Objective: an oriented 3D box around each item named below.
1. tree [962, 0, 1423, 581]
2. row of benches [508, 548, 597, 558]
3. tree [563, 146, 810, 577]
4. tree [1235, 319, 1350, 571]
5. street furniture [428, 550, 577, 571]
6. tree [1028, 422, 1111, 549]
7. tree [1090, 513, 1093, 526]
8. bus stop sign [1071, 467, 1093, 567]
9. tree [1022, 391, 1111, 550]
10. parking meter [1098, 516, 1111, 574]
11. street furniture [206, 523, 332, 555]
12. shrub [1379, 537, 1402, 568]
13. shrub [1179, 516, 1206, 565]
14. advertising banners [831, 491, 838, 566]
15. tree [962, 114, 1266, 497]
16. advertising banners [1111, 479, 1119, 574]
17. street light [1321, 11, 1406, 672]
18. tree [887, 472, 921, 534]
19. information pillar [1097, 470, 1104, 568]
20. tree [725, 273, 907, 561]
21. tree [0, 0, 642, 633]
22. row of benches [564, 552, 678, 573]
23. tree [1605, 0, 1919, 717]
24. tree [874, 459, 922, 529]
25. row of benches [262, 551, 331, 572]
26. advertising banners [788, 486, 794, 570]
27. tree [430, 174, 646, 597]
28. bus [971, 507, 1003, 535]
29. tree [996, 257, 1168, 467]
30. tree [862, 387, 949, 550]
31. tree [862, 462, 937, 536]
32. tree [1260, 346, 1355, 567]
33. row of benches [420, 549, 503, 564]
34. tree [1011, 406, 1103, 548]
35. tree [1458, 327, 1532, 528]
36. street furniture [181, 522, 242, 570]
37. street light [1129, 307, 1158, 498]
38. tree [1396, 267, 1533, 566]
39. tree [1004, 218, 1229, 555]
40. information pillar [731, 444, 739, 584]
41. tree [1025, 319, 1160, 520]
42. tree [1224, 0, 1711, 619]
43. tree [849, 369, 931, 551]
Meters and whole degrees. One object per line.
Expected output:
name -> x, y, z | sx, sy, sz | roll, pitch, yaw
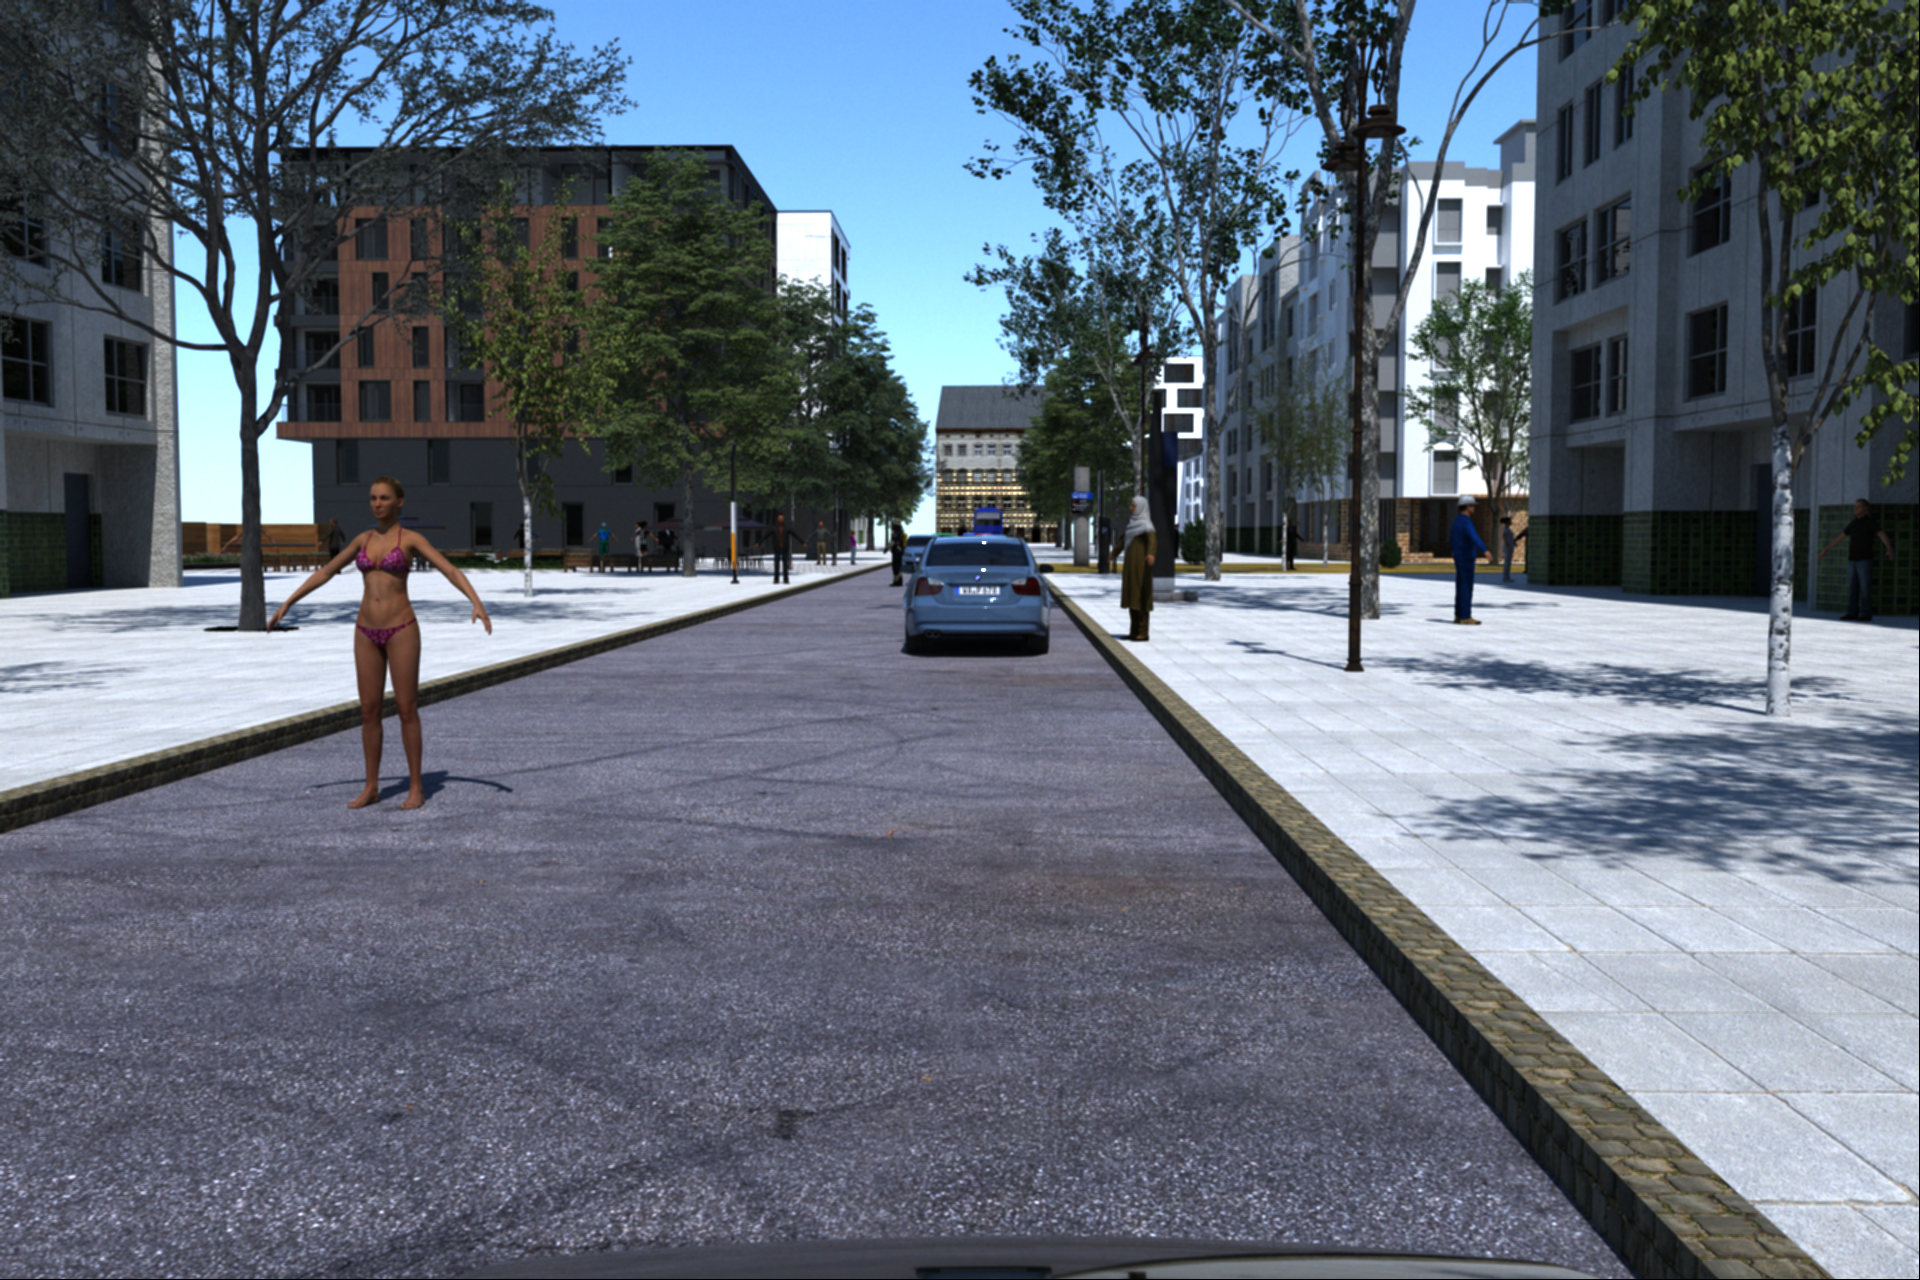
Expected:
tree -> 5.817, -11.637, 46.159 | 12.611, 20.169, 13.585 | 0, 3, 0
row of benches -> -17.633, -3.654, 75.201 | 4.104, 0.672, 1.422 | 1, 4, 15
tree -> -8.502, -8.169, 51.686 | 7.486, 12.596, 7.792 | 0, 3, 0
tree -> 11.064, -6.716, 60.164 | 4.360, 8.622, 3.978 | 0, 3, 0
street furniture -> -16.759, -3.071, 65.831 | 5.734, 0.657, 10.072 | 0, 4, -3
tree -> 9.682, -13.712, 149.951 | 9.928, 11.665, 9.643 | 0, 3, 0
tree -> 21.694, -20.106, 246.856 | 7.486, 12.596, 7.792 | 0, 3, 0
bus stop sign -> 4.789, -4.840, 68.148 | 0.837, 3.901, 0.837 | 0, 4, 2
tree -> 8.562, -13.356, 136.503 | 7.486, 12.596, 7.792 | 0, 3, 0
parking meter -> 4.654, -3.056, 55.671 | 0.399, 1.863, 0.255 | 0, 4, 2
street furniture -> -30.977, -4.183, 75.241 | 11.010, 1.723, 9.812 | 0, 4, 0
shrub -> 16.063, -3.277, 64.694 | 1.383, 1.207, 1.383 | 0, 3, 0
shrub -> 9.809, -4.131, 71.580 | 1.661, 2.075, 1.752 | 0, 3, 0
advertising banners -> -5.072, -4.536, 70.347 | 0.090, 3.025, 2.074 | 0, 4, 2
tree -> 6.981, -13.667, 79.351 | 12.611, 20.169, 13.585 | 0, 3, 0
advertising banners -> 5.049, -3.678, 56.321 | 0.090, 3.025, 2.074 | 0, 4, 1
street light -> 3.691, -2.645, 16.038 | 0.468, 5.910, 1.993 | 0, 4, 1
tree -> -5.764, -12.489, 154.564 | 4.737, 8.622, 4.395 | 0, 3, 0
information pillar -> 5.233, -4.471, 64.411 | 0.184, 3.620, 1.656 | 0, 4, 2
tree -> -7.231, -10.833, 83.776 | 9.857, 13.997, 8.962 | 0, 3, 0
tree -> -9.356, -6.872, 22.723 | 12.009, 13.543, 11.850 | 0, 3, 0
row of benches -> -11.397, -2.588, 57.782 | 4.104, 0.672, 1.422 | 1, 4, 19
tree -> 5.897, -3.755, 11.752 | 4.737, 8.622, 4.395 | 0, 3, 0
tree -> -9.232, -20.611, 255.124 | 7.486, 12.596, 7.792 | 0, 3, 0
row of benches -> -23.028, -2.711, 59.790 | 1.422, 0.672, 4.104 | 1, 4, 19
advertising banners -> -6.090, -4.024, 61.985 | 0.090, 3.025, 2.074 | 0, 4, 3
tree -> -8.579, -5.187, 35.172 | 4.737, 8.622, 4.395 | 0, 3, 0
bus -> 2.489, -10.154, 157.562 | 2.896, 3.916, 12.251 | 0, 3, 0
tree -> 8.431, -16.165, 120.187 | 12.611, 20.169, 13.585 | 0, 3, 0
tree -> -6.050, -14.268, 143.650 | 12.009, 13.543, 11.850 | 0, 3, 0
tree -> -6.228, -13.869, 161.170 | 8.767, 10.594, 7.601 | 0, 4, 4
tree -> 14.340, -7.121, 66.798 | 4.360, 8.622, 3.978 | 0, 3, 0
row of benches -> -20.937, -3.488, 72.491 | 4.104, 0.672, 1.422 | 2, 4, 26
tree -> 9.271, -15.647, 162.488 | 9.857, 13.997, 8.962 | 0, 3, 0
tree -> 19.490, -6.822, 61.897 | 4.360, 8.622, 3.978 | 0, 3, 0
street furniture -> -29.513, -3.481, 63.762 | 9.812, 1.723, 11.010 | 1, 4, 16
street light -> 3.742, -3.831, 35.429 | 0.468, 5.910, 1.993 | 0, 4, 1
tree -> 21.298, -8.751, 68.834 | 9.928, 11.665, 9.643 | 0, 3, 0
tree -> 9.622, -15.138, 103.400 | 12.611, 20.169, 13.585 | 0, 3, 0
information pillar -> -5.845, -3.269, 44.803 | 0.183, 3.616, 0.504 | 0, 4, 0
tree -> 7.160, -10.632, 91.967 | 7.486, 12.596, 7.792 | 0, 3, 0
tree -> 5.459, -10.300, 24.288 | 12.611, 20.169, 13.585 | 0, 3, 0
tree -> -6.742, -13.666, 130.099 | 9.857, 13.997, 8.962 | 0, 3, 0
